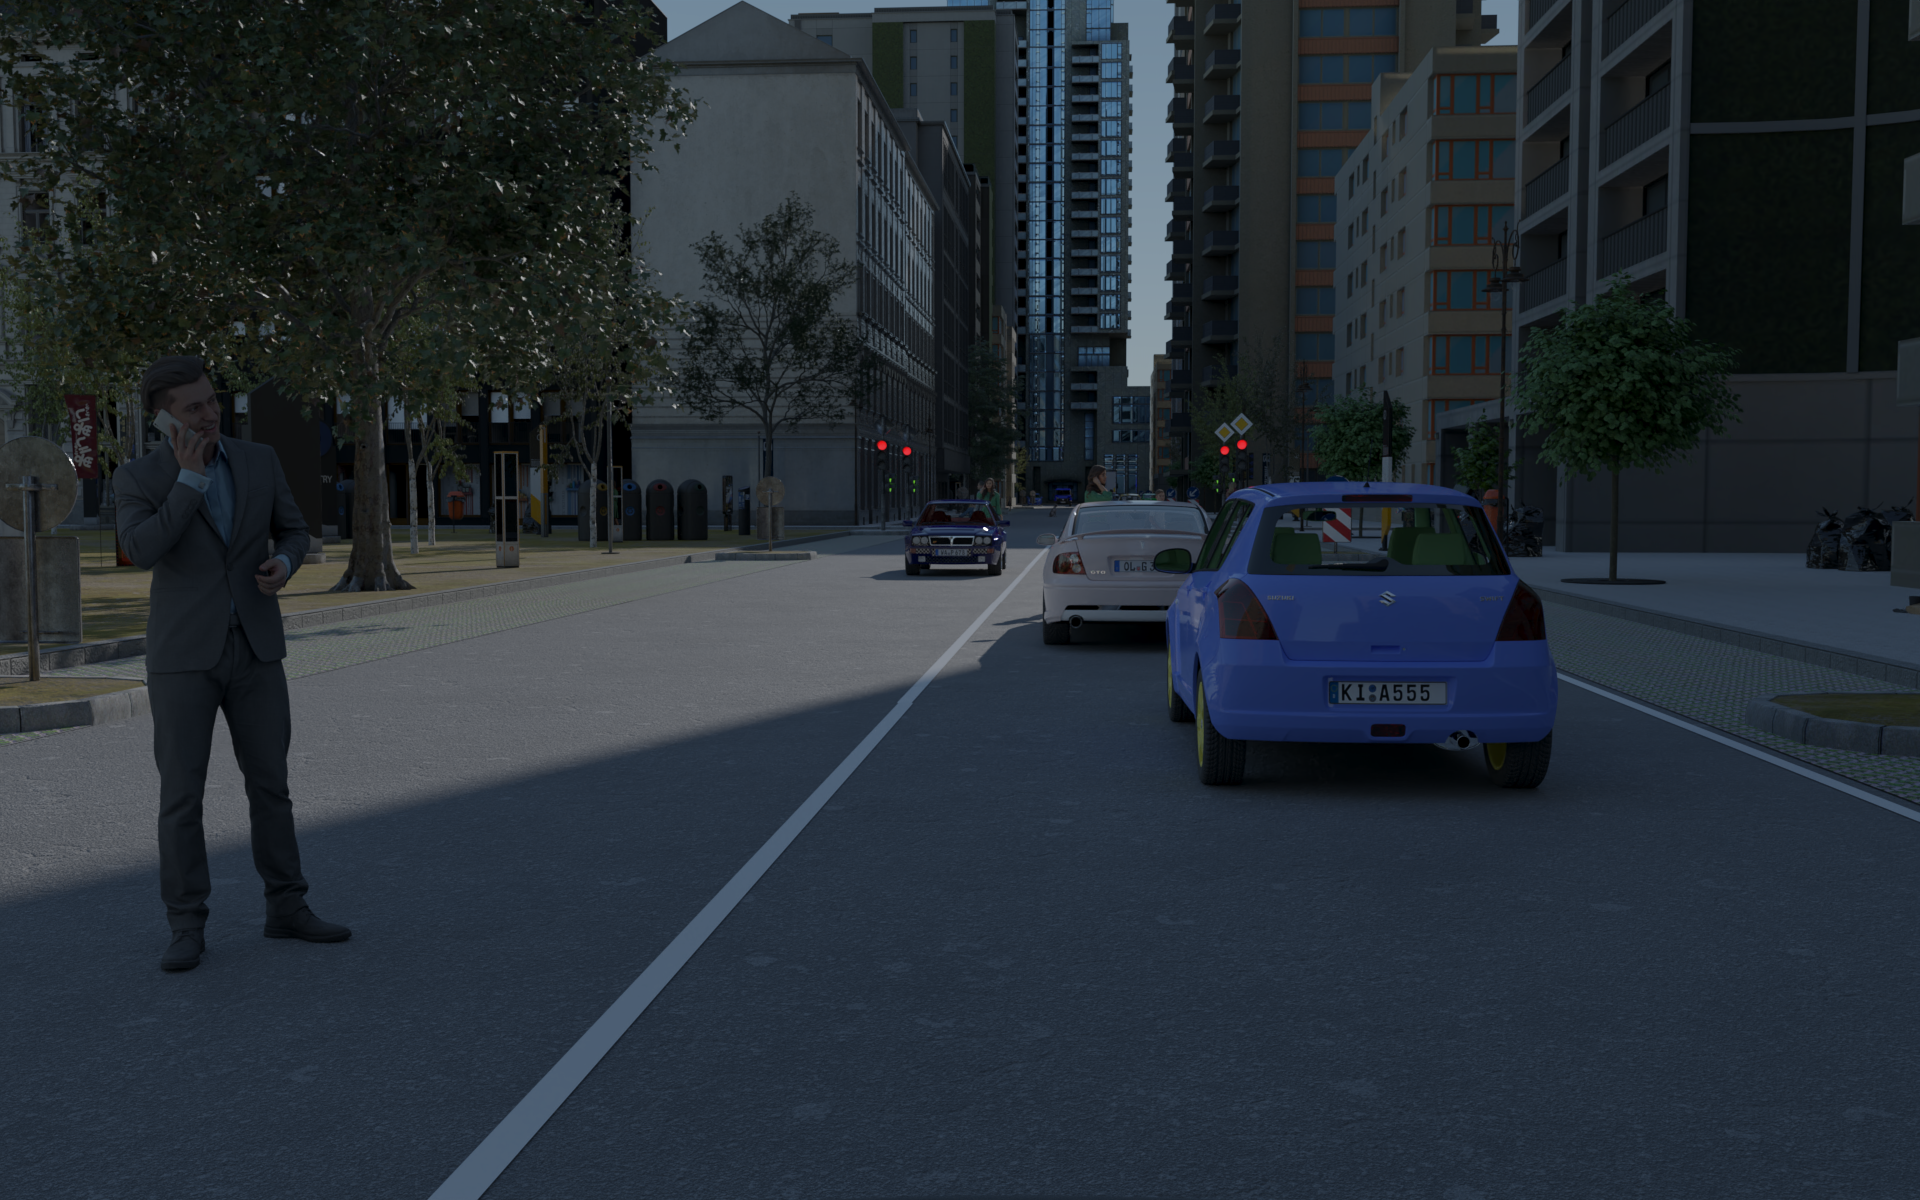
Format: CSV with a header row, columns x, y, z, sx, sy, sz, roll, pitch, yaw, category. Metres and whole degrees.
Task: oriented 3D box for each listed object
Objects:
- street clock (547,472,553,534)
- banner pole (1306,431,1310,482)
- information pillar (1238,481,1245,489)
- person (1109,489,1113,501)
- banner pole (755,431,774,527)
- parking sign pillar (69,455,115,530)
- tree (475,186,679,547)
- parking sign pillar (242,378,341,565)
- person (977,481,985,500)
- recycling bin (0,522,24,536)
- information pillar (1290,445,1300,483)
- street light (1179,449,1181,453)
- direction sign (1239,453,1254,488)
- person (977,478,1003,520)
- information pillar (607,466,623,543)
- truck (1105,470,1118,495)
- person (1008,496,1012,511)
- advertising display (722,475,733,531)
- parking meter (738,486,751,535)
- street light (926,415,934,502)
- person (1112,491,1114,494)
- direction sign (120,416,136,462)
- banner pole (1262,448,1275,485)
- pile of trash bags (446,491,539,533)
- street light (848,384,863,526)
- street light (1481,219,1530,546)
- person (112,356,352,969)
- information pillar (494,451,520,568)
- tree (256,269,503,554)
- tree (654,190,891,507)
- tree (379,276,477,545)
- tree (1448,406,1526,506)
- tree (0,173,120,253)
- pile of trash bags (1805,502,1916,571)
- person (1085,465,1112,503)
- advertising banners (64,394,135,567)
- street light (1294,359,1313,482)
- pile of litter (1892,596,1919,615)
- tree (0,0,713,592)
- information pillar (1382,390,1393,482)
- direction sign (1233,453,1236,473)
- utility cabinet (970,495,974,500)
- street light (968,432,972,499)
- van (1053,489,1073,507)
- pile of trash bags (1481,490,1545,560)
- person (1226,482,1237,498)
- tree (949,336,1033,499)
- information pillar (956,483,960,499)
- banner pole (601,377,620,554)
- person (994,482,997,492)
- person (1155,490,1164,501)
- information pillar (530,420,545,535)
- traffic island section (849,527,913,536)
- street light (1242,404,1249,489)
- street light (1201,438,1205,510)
x,y,z,sx,sy,sz,roll,pitch,yaw,category
-13.225,-3.123,55.631,0.358,2.002,0.471,-1,4,-17,street clock
13.685,-4.782,68.195,0.401,3.779,0.863,1,4,12,banner pole
16.231,-5.826,99.750,0.304,2.012,0.304,2,4,25,information pillar
11.011,-7.229,126.966,0.793,1.790,0.793,-3,5,-43,person
-7.735,-4.802,68.530,0.863,3.779,0.401,-2,4,-31,banner pole
-30.954,-4.476,61.651,1.447,3.967,1.447,-1,4,-22,parking sign pillar
-8.816,-5.587,41.705,4.360,8.622,3.978,0,3,0,tree
-12.483,-2.654,31.872,1.447,3.967,1.447,3,5,44,parking sign pillar
0.691,-2.612,51.298,0.391,1.810,0.635,2,4,33,person
-20.967,-1.573,38.276,0.722,1.027,0.722,0,4,-4,recycling bin
15.773,-5.517,81.549,0.504,3.616,0.183,1,4,22,information pillar
18.173,-10.364,142.242,0.468,5.910,1.993,0,4,4,street light
15.657,-6.257,94.303,0.876,3.537,0.379,-3,4,-37,direction sign
0.675,-1.873,39.374,0.600,1.795,0.529,0,3,0,person
-9.106,-2.523,45.747,0.304,2.012,0.304,-2,4,-35,information pillar
17.273,-13.193,204.615,2.839,4.237,11.283,0,4,5,truck
4.124,-8.018,144.257,0.373,1.253,0.362,-1,4,-9,person
-8.026,-3.340,59.829,0.123,1.923,0.974,0,4,7,advertising display
-6.728,-2.790,54.032,0.372,1.533,0.369,0,3,0,parking meter
-1.733,-7.759,99.644,0.468,5.910,1.993,0,4,4,street light
15.942,-10.604,181.500,1.348,1.869,0.705,0,3,0,person
-24.113,-3.563,50.250,0.876,3.537,0.379,3,5,39,direction sign
16.650,-6.310,93.182,0.863,3.779,0.401,0,4,-1,banner pole
-15.202,-2.890,57.012,3.447,1.369,1.912,0,4,2,pile of trash bags
-4.191,-5.923,69.628,0.468,5.910,1.993,0,4,4,street light
9.234,-3.467,29.477,0.468,5.910,1.993,0,4,4,street light
-2.237,0.181,5.342,0.655,1.846,0.447,-3,5,-44,person
-7.863,-1.564,30.058,0.304,2.012,0.304,-3,5,-43,information pillar
-11.512,-5.299,37.005,4.737,8.622,4.395,0,3,0,tree
-5.597,-7.223,52.505,7.601,10.594,8.767,-2,4,-24,tree
-13.263,-5.656,42.842,4.360,8.622,3.978,0,3,0,tree
11.664,-2.673,38.302,1.663,3.219,1.824,0,3,0,tree
-17.460,-5.212,35.578,4.737,8.622,4.395,0,3,0,tree
16.306,-1.193,29.264,3.447,1.369,1.912,1,4,9,pile of trash bags
1.725,-0.807,21.942,0.529,1.795,0.600,1,4,15,person
-14.751,-2.117,30.794,2.074,3.025,0.090,-3,4,-38,advertising banners
11.729,-5.287,59.229,0.468,5.910,1.993,0,4,4,street light
10.926,-0.270,18.378,1.719,0.858,1.176,3,5,42,pile of litter
-8.000,-6.480,22.955,9.611,12.733,9.660,0,3,0,tree
9.592,-2.909,38.914,0.183,3.616,0.504,0,4,-2,information pillar
15.549,-6.385,96.392,0.876,3.537,0.379,3,5,41,direction sign
0.910,-7.604,135.493,0.306,1.237,1.020,0,4,6,utility cabinet
0.707,-9.579,129.401,0.468,5.910,1.993,0,4,4,street light
11.574,-11.619,194.351,2.240,2.365,5.245,0,4,4,van
10.942,-1.568,35.383,1.912,1.369,3.447,1,4,17,pile of trash bags
8.971,-2.975,57.114,0.573,1.828,0.580,-1,4,-20,person
0.627,-14.183,138.550,9.857,13.997,8.962,0,3,0,tree
-0.135,-6.585,112.159,0.304,2.012,0.304,0,4,-2,information pillar
-7.525,-2.891,37.287,0.401,3.779,0.863,0,4,-6,banner pole
0.728,-2.314,46.604,0.573,1.790,0.520,-1,4,-14,person
3.509,-1.187,30.506,0.523,1.515,0.503,0,4,0,person
-13.285,-3.869,54.611,0.504,3.616,0.183,0,4,-6,information pillar
-2.718,-2.366,60.965,2.009,0.180,2.903,0,4,4,traffic island section
13.475,-6.694,82.228,0.468,5.910,1.993,0,4,4,street light
15.892,-8.543,112.473,0.468,5.910,1.993,0,4,4,street light
